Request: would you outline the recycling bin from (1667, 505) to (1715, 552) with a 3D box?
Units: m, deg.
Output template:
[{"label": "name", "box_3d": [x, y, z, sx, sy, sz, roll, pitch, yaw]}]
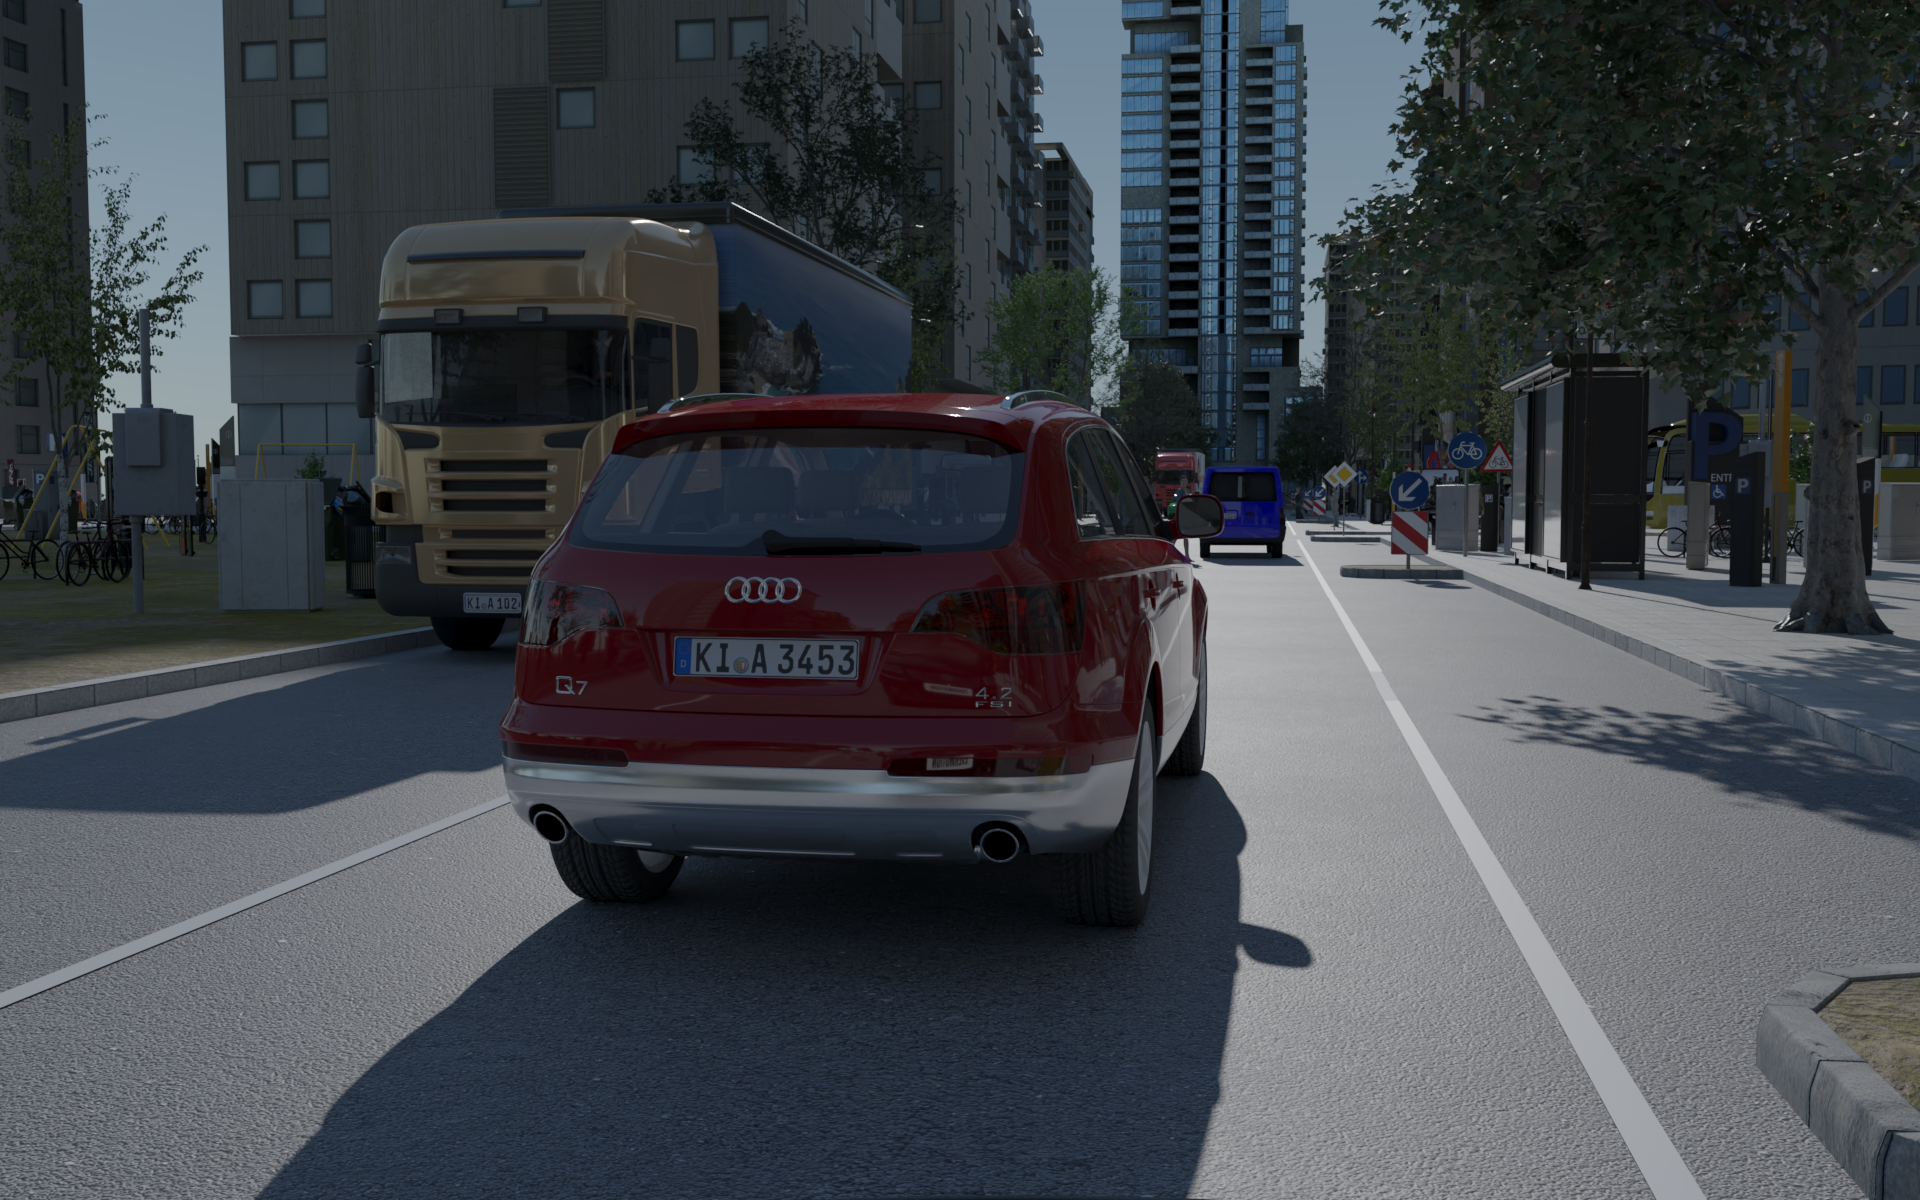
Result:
[{"label": "recycling bin", "box_3d": [16.367, -1.605, 38.795, 0.722, 1.027, 0.722, -2, 4, -29]}]

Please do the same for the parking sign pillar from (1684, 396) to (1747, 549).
[{"label": "parking sign pillar", "box_3d": [18.013, -3.230, 41.280, 1.447, 3.967, 1.447, 0, 4, 3]}]

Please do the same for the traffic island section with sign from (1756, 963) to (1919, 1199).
[{"label": "traffic island section with sign", "box_3d": [2.899, 0.302, 3.695, 1.989, 1.847, 2.006, 1, 4, 10]}]

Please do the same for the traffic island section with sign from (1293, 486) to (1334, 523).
[{"label": "traffic island section with sign", "box_3d": [17.623, -4.704, 85.543, 1.989, 1.847, 2.006, 1, 4, 10]}]

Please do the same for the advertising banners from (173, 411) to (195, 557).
[{"label": "advertising banners", "box_3d": [-16.229, -2.444, 36.152, 0.090, 3.025, 2.074, -2, 4, -33]}]

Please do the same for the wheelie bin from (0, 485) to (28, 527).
[{"label": "wheelie bin", "box_3d": [-39.711, -3.948, 72.454, 0.980, 1.594, 0.693, -2, 4, -25]}]

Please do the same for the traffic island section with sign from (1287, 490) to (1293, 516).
[{"label": "traffic island section with sign", "box_3d": [22.384, -6.327, 112.076, 1.989, 1.847, 2.006, 1, 4, 10]}]

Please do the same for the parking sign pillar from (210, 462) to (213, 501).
[{"label": "parking sign pillar", "box_3d": [-57.839, -8.872, 133.524, 1.447, 3.967, 1.447, -3, 5, -42]}]

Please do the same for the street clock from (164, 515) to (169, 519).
[{"label": "street clock", "box_3d": [-40.925, -5.179, 89.252, 0.471, 2.002, 0.358, 1, 4, 22]}]

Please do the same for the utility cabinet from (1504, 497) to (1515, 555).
[{"label": "utility cabinet", "box_3d": [11.944, -1.554, 36.570, 1.020, 1.237, 0.306, -2, 4, -33]}]

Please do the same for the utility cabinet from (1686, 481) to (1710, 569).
[{"label": "utility cabinet", "box_3d": [12.703, -1.290, 29.772, 0.318, 1.500, 1.173, 2, 4, 26]}]

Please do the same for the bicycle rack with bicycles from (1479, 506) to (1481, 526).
[{"label": "bicycle rack with bicycles", "box_3d": [23.864, -3.890, 76.987, 2.852, 0.926, 2.925, 2, 4, 27]}]

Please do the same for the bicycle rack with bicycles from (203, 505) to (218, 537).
[{"label": "bicycle rack with bicycles", "box_3d": [-17.658, -1.895, 44.360, 2.925, 0.926, 2.852, 3, 4, 39]}]

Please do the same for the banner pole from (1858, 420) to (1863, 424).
[{"label": "banner pole", "box_3d": [30.310, -4.196, 58.624, 0.401, 3.779, 0.863, 0, 4, 2]}]

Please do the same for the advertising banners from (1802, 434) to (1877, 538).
[{"label": "advertising banners", "box_3d": [25.118, -3.261, 49.513, 2.074, 3.025, 0.090, 3, 5, 43]}]

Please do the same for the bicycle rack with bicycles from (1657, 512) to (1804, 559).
[{"label": "bicycle rack with bicycles", "box_3d": [15.924, -1.318, 34.926, 2.925, 0.926, 2.852, 3, 5, 40]}]

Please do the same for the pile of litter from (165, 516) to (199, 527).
[{"label": "pile of litter", "box_3d": [-30.890, -3.349, 68.724, 1.176, 0.858, 1.719, 2, 4, 29]}]

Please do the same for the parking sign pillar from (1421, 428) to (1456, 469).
[{"label": "parking sign pillar", "box_3d": [18.861, -4.880, 68.261, 1.447, 3.967, 1.447, 0, 4, 5]}]

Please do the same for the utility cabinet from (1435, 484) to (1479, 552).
[{"label": "utility cabinet", "box_3d": [11.012, -1.818, 38.402, 0.318, 1.500, 1.173, -1, 4, -19]}]

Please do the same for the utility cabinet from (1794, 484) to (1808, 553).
[{"label": "utility cabinet", "box_3d": [18.589, -1.752, 37.320, 1.173, 1.500, 0.318, -1, 4, -17]}]

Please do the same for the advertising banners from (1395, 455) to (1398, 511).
[{"label": "advertising banners", "box_3d": [19.289, -4.913, 76.510, 0.090, 3.025, 2.074, 1, 4, 17]}]

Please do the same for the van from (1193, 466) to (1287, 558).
[{"label": "van", "box_3d": [6.567, -2.216, 40.610, 2.240, 2.365, 5.245, 1, 4, 8]}]

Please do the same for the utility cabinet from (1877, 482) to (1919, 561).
[{"label": "utility cabinet", "box_3d": [18.106, -1.495, 33.114, 1.173, 1.500, 0.318, -1, 4, -23]}]

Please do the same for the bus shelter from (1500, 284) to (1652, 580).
[{"label": "bus shelter", "box_3d": [10.639, -3.196, 29.884, 2.179, 5.291, 8.768, 1, 4, 10]}]

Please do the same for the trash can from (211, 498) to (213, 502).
[{"label": "trash can", "box_3d": [-46.654, -5.877, 107.747, 0.748, 1.137, 0.748, 0, 3, 0]}]

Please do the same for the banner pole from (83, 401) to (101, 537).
[{"label": "banner pole", "box_3d": [-23.176, -3.443, 46.309, 0.401, 3.779, 0.863, 0, 4, 3]}]

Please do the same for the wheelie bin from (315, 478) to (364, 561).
[{"label": "wheelie bin", "box_3d": [-12.206, -1.561, 33.430, 0.980, 1.594, 0.693, 1, 4, 20]}]

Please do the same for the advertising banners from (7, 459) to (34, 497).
[{"label": "advertising banners", "box_3d": [-46.881, -5.524, 86.512, 2.074, 3.025, 0.090, 2, 4, 27]}]

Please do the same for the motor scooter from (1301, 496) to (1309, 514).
[{"label": "motor scooter", "box_3d": [25.427, -7.003, 127.272, 0.815, 1.314, 1.986, 1, 4, 12]}]

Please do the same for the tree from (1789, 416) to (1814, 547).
[{"label": "tree", "box_3d": [20.885, -2.912, 42.214, 1.663, 3.219, 1.824, 0, 3, 0]}]

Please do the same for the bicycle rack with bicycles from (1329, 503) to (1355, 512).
[{"label": "bicycle rack with bicycles", "box_3d": [27.927, -6.781, 124.246, 2.925, 0.926, 2.852, -3, 5, -44]}]

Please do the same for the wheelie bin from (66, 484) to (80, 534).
[{"label": "wheelie bin", "box_3d": [-28.815, -2.927, 55.766, 0.980, 1.594, 0.693, 2, 4, 27]}]

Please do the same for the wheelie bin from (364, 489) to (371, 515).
[{"label": "wheelie bin", "box_3d": [-13.574, -1.905, 39.051, 0.693, 1.594, 0.980, -1, 4, -18]}]

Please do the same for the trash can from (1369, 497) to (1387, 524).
[{"label": "trash can", "box_3d": [17.736, -3.784, 73.524, 0.748, 1.137, 0.748, 0, 3, 0]}]

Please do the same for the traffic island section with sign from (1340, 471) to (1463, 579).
[{"label": "traffic island section with sign", "box_3d": [7.673, -1.321, 30.225, 1.989, 1.847, 2.006, 1, 4, 10]}]

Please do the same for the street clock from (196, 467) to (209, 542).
[{"label": "street clock", "box_3d": [-20.110, -2.530, 45.937, 0.358, 2.002, 0.471, -1, 4, -23]}]

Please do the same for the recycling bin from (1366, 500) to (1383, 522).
[{"label": "recycling bin", "box_3d": [19.099, -4.105, 79.678, 0.722, 1.027, 0.722, 1, 4, 9]}]

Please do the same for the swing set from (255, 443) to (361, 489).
[{"label": "swing set", "box_3d": [-20.143, -3.441, 53.880, 3.119, 2.851, 2.862, 0, 4, -8]}]

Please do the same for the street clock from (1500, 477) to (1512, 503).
[{"label": "street clock", "box_3d": [22.701, -4.128, 72.059, 0.471, 2.002, 0.358, -1, 4, -22]}]

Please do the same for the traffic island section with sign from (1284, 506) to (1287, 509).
[{"label": "traffic island section with sign", "box_3d": [31.177, -9.317, 160.968, 1.989, 1.847, 2.006, 1, 4, 10]}]

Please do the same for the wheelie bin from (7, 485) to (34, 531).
[{"label": "wheelie bin", "box_3d": [-32.875, -3.237, 60.837, 0.693, 1.594, 0.980, -3, 4, -38]}]

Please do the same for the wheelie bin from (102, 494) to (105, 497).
[{"label": "wheelie bin", "box_3d": [-54.003, -6.139, 108.284, 0.980, 1.594, 0.693, -1, 4, -21]}]

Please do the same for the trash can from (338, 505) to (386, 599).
[{"label": "trash can", "box_3d": [-7.274, -0.596, 21.393, 0.748, 1.137, 0.748, 0, 3, 0]}]

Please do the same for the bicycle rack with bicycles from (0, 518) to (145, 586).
[{"label": "bicycle rack with bicycles", "box_3d": [-13.094, -0.731, 25.337, 2.852, 0.926, 2.925, 1, 4, 9]}]

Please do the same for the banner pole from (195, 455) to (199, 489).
[{"label": "banner pole", "box_3d": [-48.852, -7.376, 110.610, 0.863, 3.779, 0.401, -3, 5, -42]}]

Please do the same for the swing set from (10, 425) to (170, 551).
[{"label": "swing set", "box_3d": [-20.392, -2.637, 40.729, 2.862, 2.851, 3.119, -1, 4, -15]}]

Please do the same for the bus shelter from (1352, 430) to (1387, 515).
[{"label": "bus shelter", "box_3d": [25.306, -7.884, 106.531, 2.179, 5.291, 8.768, 1, 4, 10]}]
